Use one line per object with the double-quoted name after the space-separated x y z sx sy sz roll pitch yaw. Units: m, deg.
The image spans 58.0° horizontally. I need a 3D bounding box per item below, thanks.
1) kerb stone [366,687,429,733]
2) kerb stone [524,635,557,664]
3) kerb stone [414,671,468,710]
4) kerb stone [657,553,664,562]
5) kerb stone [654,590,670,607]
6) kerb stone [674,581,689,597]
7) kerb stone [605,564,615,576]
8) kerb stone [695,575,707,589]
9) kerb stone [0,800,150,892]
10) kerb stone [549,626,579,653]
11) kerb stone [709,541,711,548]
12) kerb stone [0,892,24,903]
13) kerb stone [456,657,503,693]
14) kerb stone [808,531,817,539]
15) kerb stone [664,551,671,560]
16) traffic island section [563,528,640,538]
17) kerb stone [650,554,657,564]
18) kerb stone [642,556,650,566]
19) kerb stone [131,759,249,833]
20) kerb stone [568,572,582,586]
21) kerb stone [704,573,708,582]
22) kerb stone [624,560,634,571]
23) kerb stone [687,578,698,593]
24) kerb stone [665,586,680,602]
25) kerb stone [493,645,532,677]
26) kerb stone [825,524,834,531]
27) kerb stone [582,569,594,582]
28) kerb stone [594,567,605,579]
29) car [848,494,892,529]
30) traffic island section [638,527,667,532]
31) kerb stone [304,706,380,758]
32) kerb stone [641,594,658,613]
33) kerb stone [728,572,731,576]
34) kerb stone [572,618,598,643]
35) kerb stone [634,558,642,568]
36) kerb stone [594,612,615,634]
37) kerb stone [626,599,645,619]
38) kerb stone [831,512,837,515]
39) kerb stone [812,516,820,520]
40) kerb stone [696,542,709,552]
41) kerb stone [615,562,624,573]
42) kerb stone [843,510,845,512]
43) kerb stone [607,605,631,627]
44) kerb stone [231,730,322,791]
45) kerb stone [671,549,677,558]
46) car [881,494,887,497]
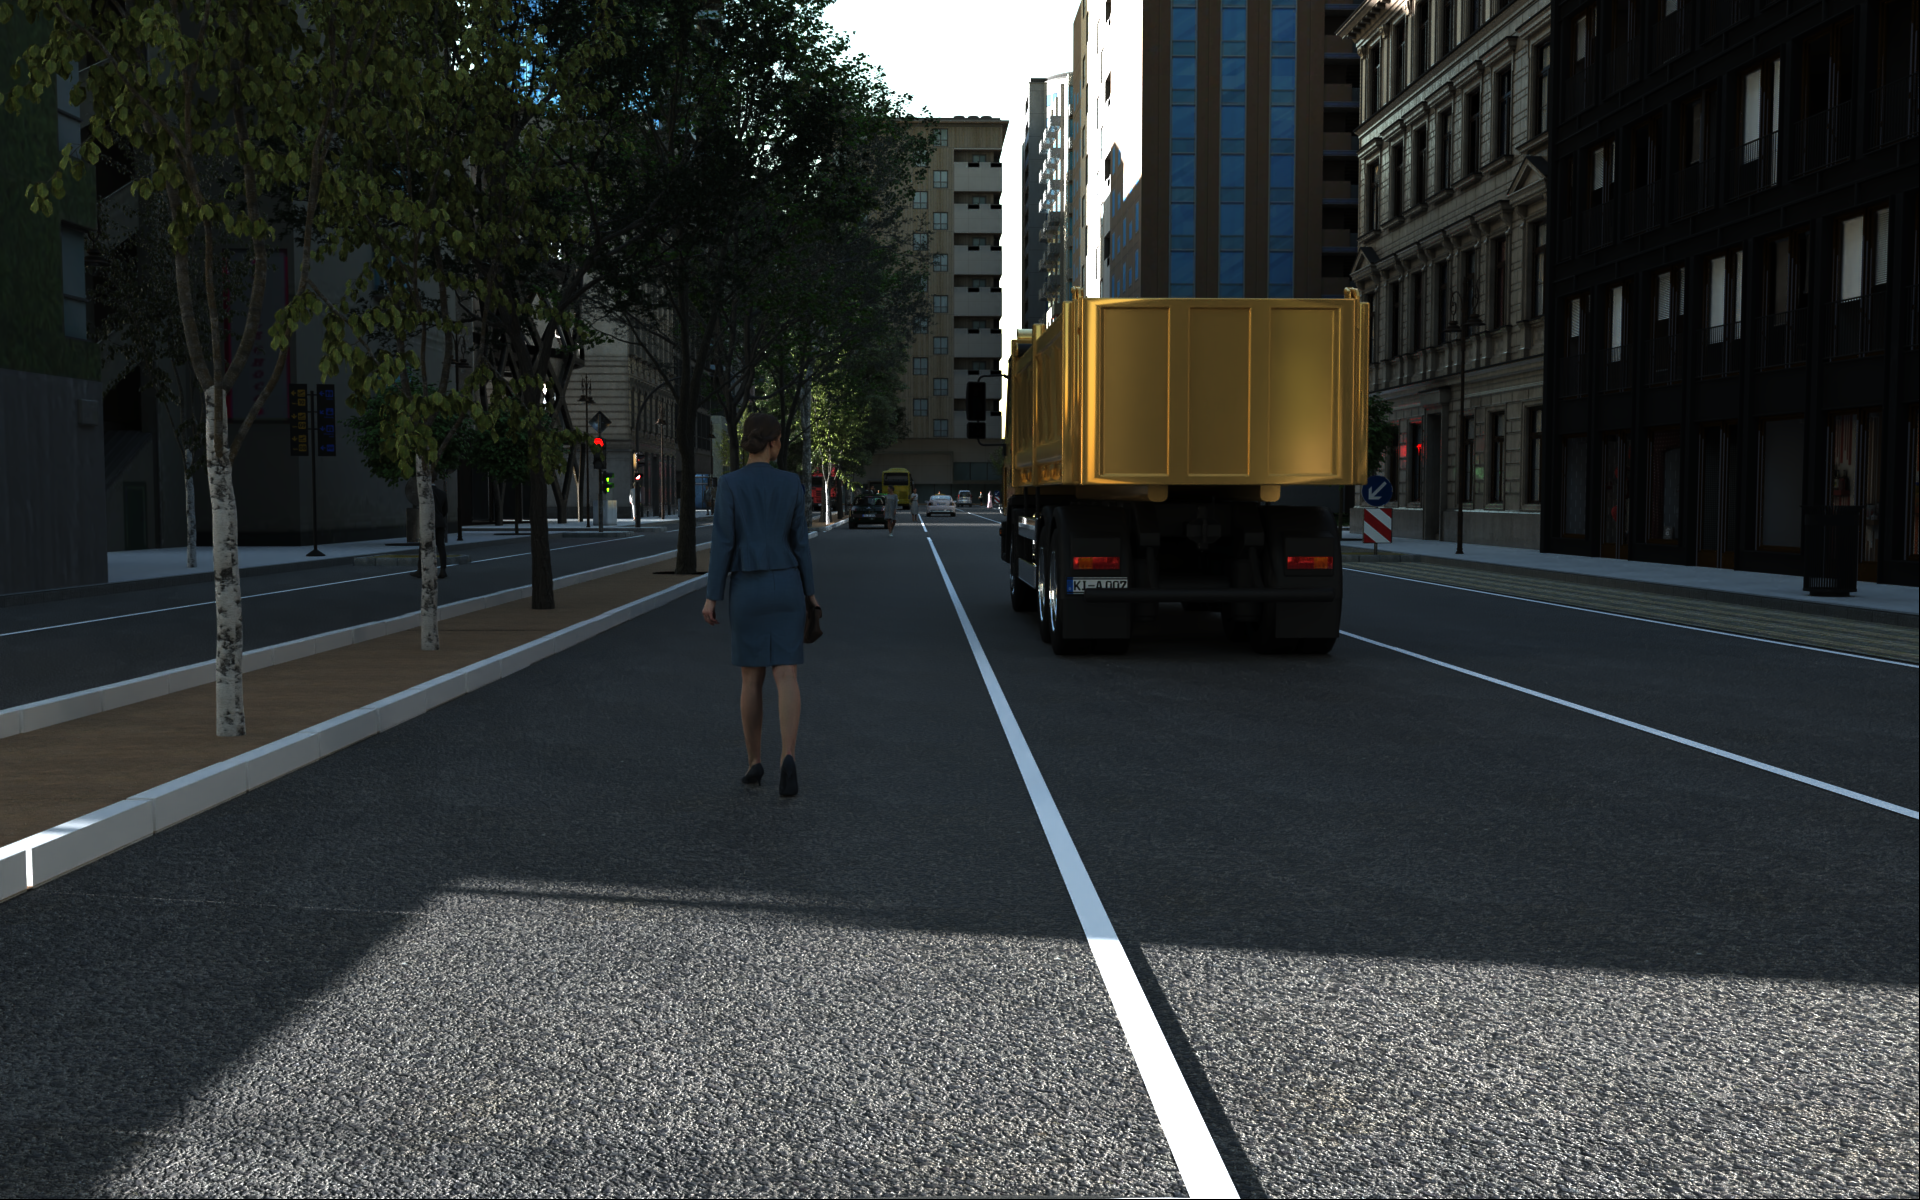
-3.553 0.692 10.876 0.120 0.150 1.000 0 4 -2 "kerb stone"
-3.676 0.444 14.992 0.120 0.150 1.000 0 4 -2 "kerb stone"
-3.589 0.629 11.908 0.120 0.150 1.000 0 4 -2 "kerb stone"
-6.400 -0.860 36.384 0.120 0.150 1.000 0 4 -2 "kerb stone"
-3.878 0.003 22.152 0.120 0.150 1.000 0 4 -2 "kerb stone"
-3.947 -0.123 24.209 0.120 0.150 1.000 0 4 -2 "kerb stone"
-6.216 -0.492 30.239 0.120 0.150 1.000 0 4 -2 "kerb stone"
-3.998 -0.248 26.254 0.120 0.150 1.000 0 4 -2 "kerb stone"
-3.437 0.945 6.775 0.120 0.150 1.000 0 4 -2 "kerb stone"
-3.702 0.378 16.015 0.120 0.150 1.000 0 4 -2 "kerb stone"
-6.661 -1.433 45.631 0.120 0.150 1.000 0 4 -2 "kerb stone"
-3.411 1.006 5.744 0.120 0.150 1.000 0 4 -2 "kerb stone"
-3.614 0.566 12.941 0.120 0.150 1.000 0 4 -2 "kerb stone"
-4.920 -2.194 58.067 0.120 0.150 1.000 0 4 -2 "kerb stone"
-6.424 -0.929 37.405 0.120 0.150 1.000 0 4 -2 "kerb stone"
-12.150 -2.216 58.514 2.009 0.180 2.903 0 4 -2 "traffic island section"
-6.367 -0.798 35.363 0.120 0.150 1.000 0 4 -2 "kerb stone"
-6.337 -0.743 34.341 0.120 0.150 1.000 0 4 -2 "kerb stone"
-3.468 0.880 7.804 0.120 0.150 1.000 0 4 -2 "kerb stone"
-6.133 -0.305 27.175 0.120 0.150 1.000 0 4 -2 "kerb stone"
-4.028 -0.305 27.276 0.120 0.150 1.000 0 4 -2 "kerb stone"
-6.272 -0.613 32.296 0.120 0.150 1.000 0 4 -2 "kerb stone"
-3.976 -0.186 25.231 0.120 0.150 1.000 0 4 -2 "kerb stone"
-3.912 -0.055 23.174 0.120 0.150 1.000 0 4 -2 "kerb stone"
-3.639 0.504 13.963 0.120 0.150 1.000 0 4 -2 "kerb stone"
-5.257 -2.911 69.798 0.120 0.150 1.000 0 4 -2 "kerb stone"
-6.158 -0.367 28.196 0.120 0.150 1.000 0 4 -2 "kerb stone"
-6.184 -0.430 29.218 0.120 0.150 1.000 0 4 -2 "kerb stone"
-3.727 -3.831 72.419 2.009 1.686 4.222 0 4 -1 "car"
-12.381 -2.704 66.496 2.009 0.180 2.903 0 4 -2 "traffic island section"
-3.530 0.757 9.851 0.120 0.150 1.000 0 4 -2 "kerb stone"
-3.852 0.065 21.131 0.120 0.150 1.000 0 4 -2 "kerb stone"
-4.149 -0.562 31.381 0.120 0.150 1.000 0 4 -2 "kerb stone"
-3.733 0.315 17.039 0.120 0.150 1.000 0 4 -2 "kerb stone"
-6.309 -0.680 33.319 0.120 0.150 1.000 0 4 -2 "kerb stone"
-3.767 0.261 18.061 0.120 0.150 1.000 0 4 -2 "kerb stone"
-3.823 0.128 20.109 0.120 0.150 1.000 0 4 -2 "kerb stone"
-8.906 -6.169 123.053 0.120 0.150 1.000 0 4 -2 "kerb stone"
-8.196 -4.658 98.448 0.120 0.150 1.000 0 4 -2 "kerb stone"
-6.639 -1.371 44.607 0.120 0.150 1.000 0 4 -2 "kerb stone"
-6.248 -0.554 31.261 0.120 0.150 1.000 0 4 -2 "kerb stone"
-9.411 -7.235 140.484 0.120 0.150 1.000 0 4 -2 "kerb stone"
-3.797 0.190 19.085 0.120 0.150 1.000 0 4 -2 "kerb stone"
-3.498 0.821 8.829 0.120 0.150 1.000 0 4 -2 "kerb stone"
-6.458 -0.994 38.441 0.120 0.150 1.000 0 4 -2 "kerb stone"
-6.032 -7.854 137.206 1.959 1.807 4.718 0 3 0 "car"
